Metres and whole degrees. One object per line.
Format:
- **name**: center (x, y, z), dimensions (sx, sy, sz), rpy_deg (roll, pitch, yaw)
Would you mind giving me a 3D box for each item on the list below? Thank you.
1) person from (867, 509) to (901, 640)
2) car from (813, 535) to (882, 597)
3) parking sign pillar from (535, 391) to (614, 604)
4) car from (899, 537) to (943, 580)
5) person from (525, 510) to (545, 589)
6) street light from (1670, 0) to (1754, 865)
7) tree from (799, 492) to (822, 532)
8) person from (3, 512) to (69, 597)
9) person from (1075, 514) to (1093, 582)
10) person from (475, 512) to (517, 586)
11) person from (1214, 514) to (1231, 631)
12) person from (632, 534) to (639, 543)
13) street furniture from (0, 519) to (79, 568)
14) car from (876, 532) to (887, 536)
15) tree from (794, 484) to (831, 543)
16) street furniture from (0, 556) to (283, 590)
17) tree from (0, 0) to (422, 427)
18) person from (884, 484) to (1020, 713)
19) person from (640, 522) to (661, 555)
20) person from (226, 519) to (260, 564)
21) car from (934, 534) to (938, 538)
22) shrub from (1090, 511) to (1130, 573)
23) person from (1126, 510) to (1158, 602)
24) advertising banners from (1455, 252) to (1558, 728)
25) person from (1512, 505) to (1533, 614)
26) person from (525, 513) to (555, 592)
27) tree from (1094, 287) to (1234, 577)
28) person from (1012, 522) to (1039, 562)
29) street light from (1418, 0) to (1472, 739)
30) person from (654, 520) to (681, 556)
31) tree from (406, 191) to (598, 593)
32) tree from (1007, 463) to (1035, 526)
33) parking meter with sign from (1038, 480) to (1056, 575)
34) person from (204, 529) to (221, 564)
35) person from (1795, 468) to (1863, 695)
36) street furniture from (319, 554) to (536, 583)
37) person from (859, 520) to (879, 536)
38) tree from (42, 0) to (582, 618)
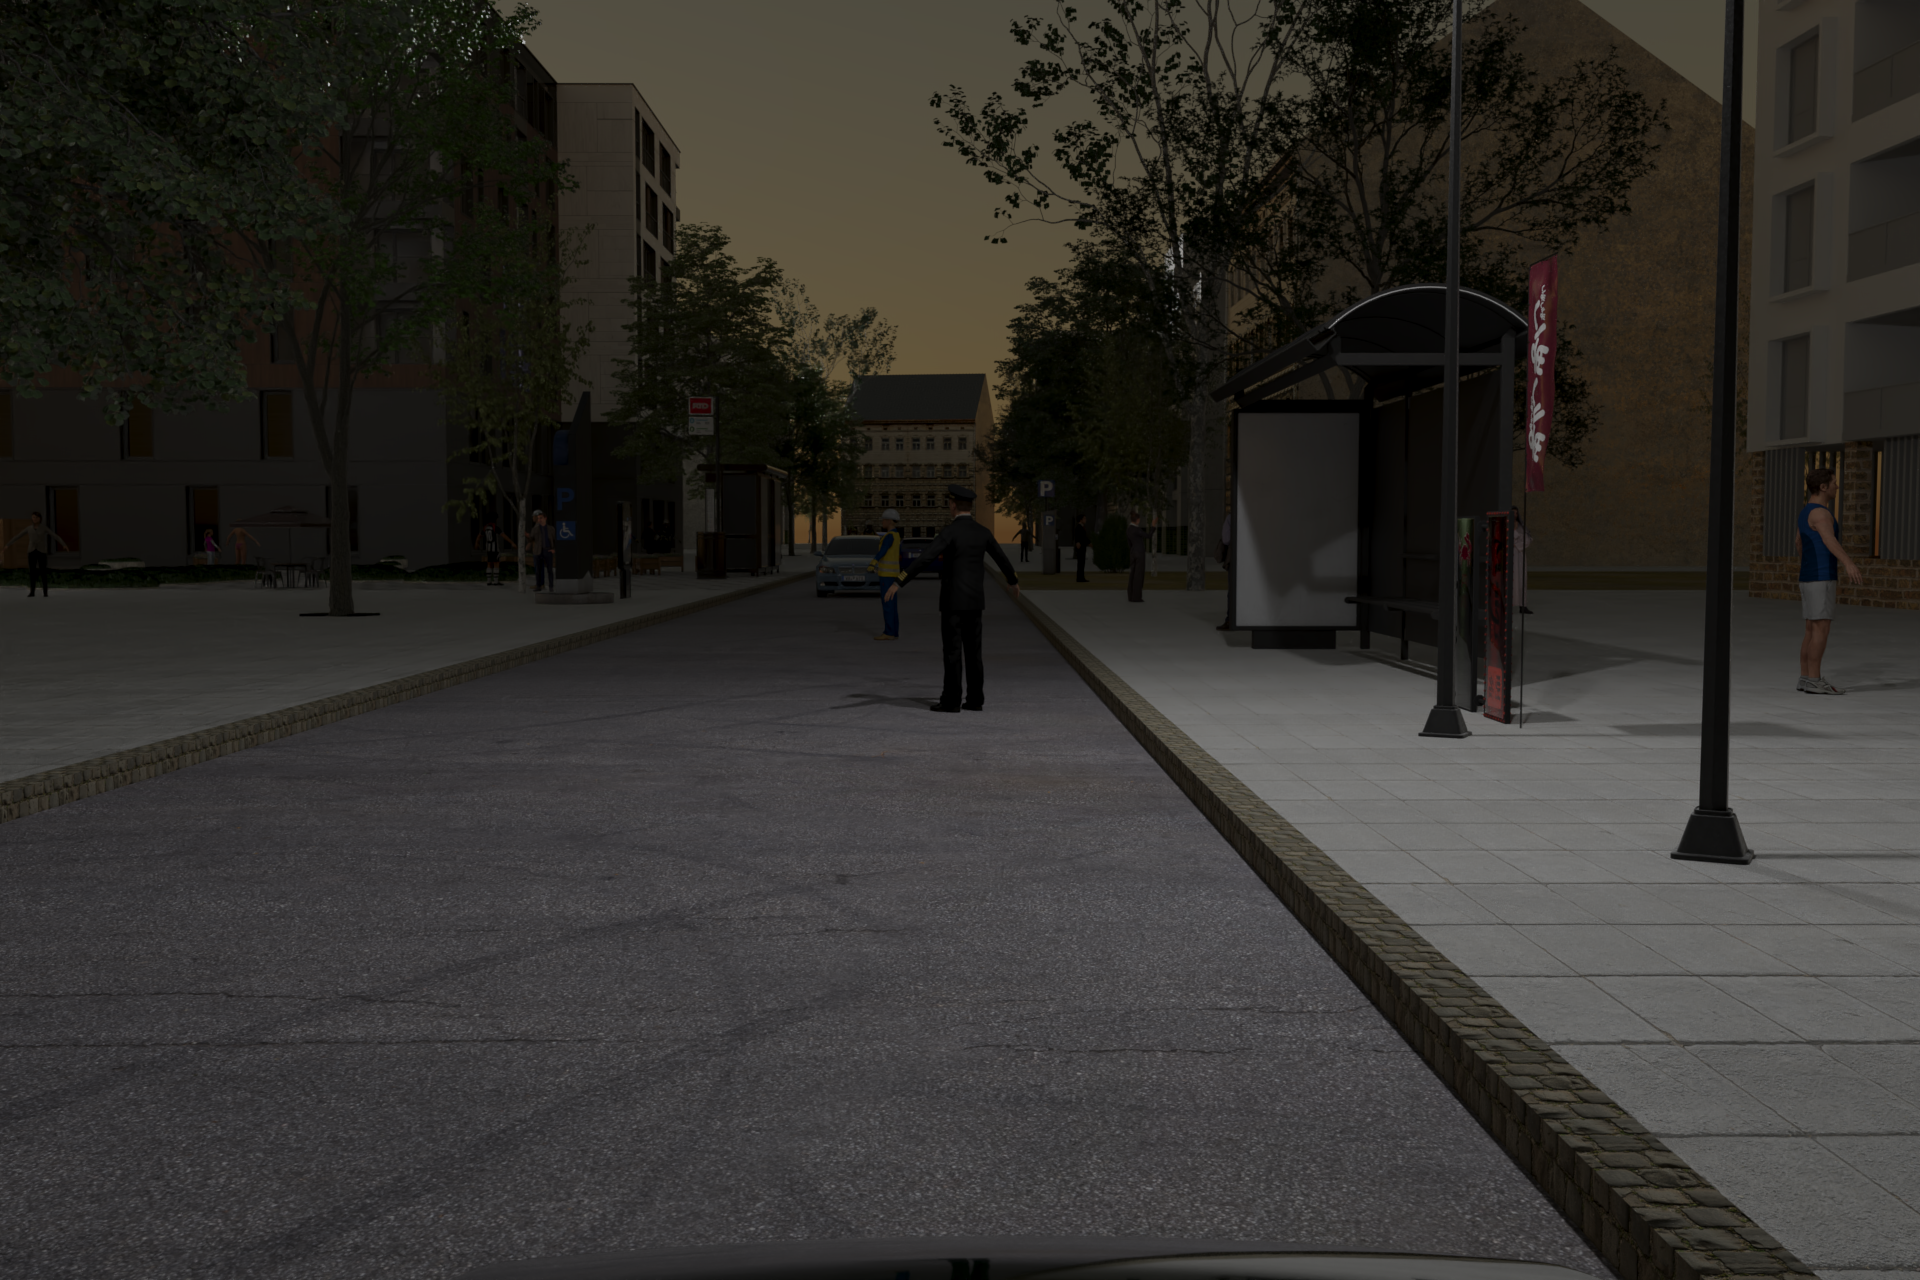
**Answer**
- **person**: center (-1.035, -0.891, 23.488), dimensions (0.721, 1.772, 1.216), rpy_deg (1, 4, 13)
- **car**: center (-2.402, -1.757, 40.731), dimensions (2.014, 1.417, 4.499), rpy_deg (0, 4, -1)
- **parking sign pillar**: center (-7.176, -2.671, 32.145), dimensions (1.447, 3.967, 1.447), rpy_deg (0, 4, 0)
- **car**: center (-1.284, -2.646, 55.845), dimensions (1.945, 1.354, 3.894), rpy_deg (0, 4, -1)
- **person**: center (-9.915, -2.128, 40.650), dimensions (0.705, 1.847, 1.347), rpy_deg (0, 4, 1)
- **street light**: center (3.532, -2.089, 6.704), dimensions (1.470, 5.913, 1.316), rpy_deg (0, 4, 0)
- **tree**: center (-19.597, -17.122, 230.301), dimensions (4.737, 8.622, 4.395), rpy_deg (0, 3, 0)
- **person**: center (-18.840, -1.747, 35.330), dimensions (1.215, 1.744, 0.721), rpy_deg (-1, 4, -15)
- **person**: center (3.262, -2.445, 46.168), dimensions (0.705, 1.806, 1.347), rpy_deg (1, 4, 19)
- **person**: center (-11.572, -2.254, 43.002), dimensions (1.345, 1.843, 0.704), rpy_deg (2, 4, 28)
- **person**: center (3.713, -1.046, 23.017), dimensions (0.709, 1.838, 0.599), rpy_deg (-1, 4, -10)
- **person**: center (-13.480, -3.930, 70.216), dimensions (0.705, 1.833, 1.349), rpy_deg (2, 4, 23)
- **street furniture**: center (-31.503, -2.689, 50.814), dimensions (9.812, 1.723, 11.010), rpy_deg (0, 4, -3)
- **car**: center (-3.011, -3.362, 64.566), dimensions (1.945, 1.707, 3.694), rpy_deg (0, 3, 0)
- **tree**: center (-20.328, -18.512, 237.085), dimensions (7.601, 10.594, 8.767), rpy_deg (0, 4, -7)
- **street furniture**: center (-21.443, -1.773, 44.615), dimensions (5.734, 0.657, 10.072), rpy_deg (0, 4, 3)
- **tree**: center (-9.455, -6.588, 14.371), dimensions (9.857, 13.997, 8.962), rpy_deg (0, 3, 0)
- **person**: center (-0.004, -0.343, 13.999), dimensions (1.347, 1.837, 0.705), rpy_deg (-3, 4, -37)
- **person**: center (-13.171, -4.136, 73.756), dimensions (1.346, 1.812, 0.704), rpy_deg (2, 4, 35)
- **person**: center (-21.322, -2.731, 51.463), dimensions (1.217, 1.733, 0.721), rpy_deg (1, 4, 19)
- **car**: center (-1.103, -6.917, 121.893), dimensions (1.959, 1.807, 4.718), rpy_deg (0, 4, 0)
- **shrub**: center (5.067, -3.226, 56.793), dimensions (1.661, 2.075, 1.752), rpy_deg (0, 3, 0)
- **person**: center (3.449, -1.576, 32.610), dimensions (0.742, 1.727, 0.445), rpy_deg (2, 4, 32)
- **advertising banners**: center (3.695, -0.958, 11.853), dimensions (0.090, 3.025, 2.074), rpy_deg (0, 3, 0)
- **person**: center (8.905, -1.297, 27.918), dimensions (0.551, 1.740, 0.621), rpy_deg (-2, 4, -23)
- **person**: center (-9.281, -1.947, 38.407), dimensions (0.617, 1.759, 0.750), rpy_deg (0, 4, 4)
- **tree**: center (5.643, -6.224, 52.126), dimensions (4.360, 8.622, 3.978), rpy_deg (0, 3, 0)
- **person**: center (2.959, -4.467, 79.168), dimensions (1.348, 1.813, 0.705), rpy_deg (2, 4, 25)
- **street light**: center (3.631, -2.343, 10.842), dimensions (1.470, 5.913, 1.316), rpy_deg (0, 4, 0)
- **person**: center (-11.822, -3.914, 69.775), dimensions (0.705, 1.856, 1.354), rpy_deg (3, 5, 43)
- **tree**: center (-9.626, -5.327, 37.464), dimensions (4.737, 8.622, 4.395), rpy_deg (0, 3, 0)
- **tree**: center (11.045, -20.048, 234.438), dimensions (9.857, 13.997, 8.962), rpy_deg (0, 3, 0)
- **parking meter with sign**: center (2.798, -3.606, 55.218), dimensions (0.543, 3.016, 1.738), rpy_deg (0, 4, -1)
- **person**: center (-21.741, -2.515, 50.379), dimensions (0.991, 1.433, 0.599), rpy_deg (3, 5, 44)
- **person**: center (6.944, -0.476, 13.950), dimensions (0.704, 1.807, 1.345), rpy_deg (1, 4, 11)
- **street furniture**: center (-14.983, -2.094, 49.862), dimensions (5.734, 0.657, 10.072), rpy_deg (0, 4, -6)
- **person**: center (-2.736, -2.692, 52.247), dimensions (1.354, 1.858, 0.705), rpy_deg (-1, 4, -15)
- **tree**: center (-9.784, -6.169, 26.611), dimensions (9.928, 11.665, 9.643), rpy_deg (0, 3, 0)
